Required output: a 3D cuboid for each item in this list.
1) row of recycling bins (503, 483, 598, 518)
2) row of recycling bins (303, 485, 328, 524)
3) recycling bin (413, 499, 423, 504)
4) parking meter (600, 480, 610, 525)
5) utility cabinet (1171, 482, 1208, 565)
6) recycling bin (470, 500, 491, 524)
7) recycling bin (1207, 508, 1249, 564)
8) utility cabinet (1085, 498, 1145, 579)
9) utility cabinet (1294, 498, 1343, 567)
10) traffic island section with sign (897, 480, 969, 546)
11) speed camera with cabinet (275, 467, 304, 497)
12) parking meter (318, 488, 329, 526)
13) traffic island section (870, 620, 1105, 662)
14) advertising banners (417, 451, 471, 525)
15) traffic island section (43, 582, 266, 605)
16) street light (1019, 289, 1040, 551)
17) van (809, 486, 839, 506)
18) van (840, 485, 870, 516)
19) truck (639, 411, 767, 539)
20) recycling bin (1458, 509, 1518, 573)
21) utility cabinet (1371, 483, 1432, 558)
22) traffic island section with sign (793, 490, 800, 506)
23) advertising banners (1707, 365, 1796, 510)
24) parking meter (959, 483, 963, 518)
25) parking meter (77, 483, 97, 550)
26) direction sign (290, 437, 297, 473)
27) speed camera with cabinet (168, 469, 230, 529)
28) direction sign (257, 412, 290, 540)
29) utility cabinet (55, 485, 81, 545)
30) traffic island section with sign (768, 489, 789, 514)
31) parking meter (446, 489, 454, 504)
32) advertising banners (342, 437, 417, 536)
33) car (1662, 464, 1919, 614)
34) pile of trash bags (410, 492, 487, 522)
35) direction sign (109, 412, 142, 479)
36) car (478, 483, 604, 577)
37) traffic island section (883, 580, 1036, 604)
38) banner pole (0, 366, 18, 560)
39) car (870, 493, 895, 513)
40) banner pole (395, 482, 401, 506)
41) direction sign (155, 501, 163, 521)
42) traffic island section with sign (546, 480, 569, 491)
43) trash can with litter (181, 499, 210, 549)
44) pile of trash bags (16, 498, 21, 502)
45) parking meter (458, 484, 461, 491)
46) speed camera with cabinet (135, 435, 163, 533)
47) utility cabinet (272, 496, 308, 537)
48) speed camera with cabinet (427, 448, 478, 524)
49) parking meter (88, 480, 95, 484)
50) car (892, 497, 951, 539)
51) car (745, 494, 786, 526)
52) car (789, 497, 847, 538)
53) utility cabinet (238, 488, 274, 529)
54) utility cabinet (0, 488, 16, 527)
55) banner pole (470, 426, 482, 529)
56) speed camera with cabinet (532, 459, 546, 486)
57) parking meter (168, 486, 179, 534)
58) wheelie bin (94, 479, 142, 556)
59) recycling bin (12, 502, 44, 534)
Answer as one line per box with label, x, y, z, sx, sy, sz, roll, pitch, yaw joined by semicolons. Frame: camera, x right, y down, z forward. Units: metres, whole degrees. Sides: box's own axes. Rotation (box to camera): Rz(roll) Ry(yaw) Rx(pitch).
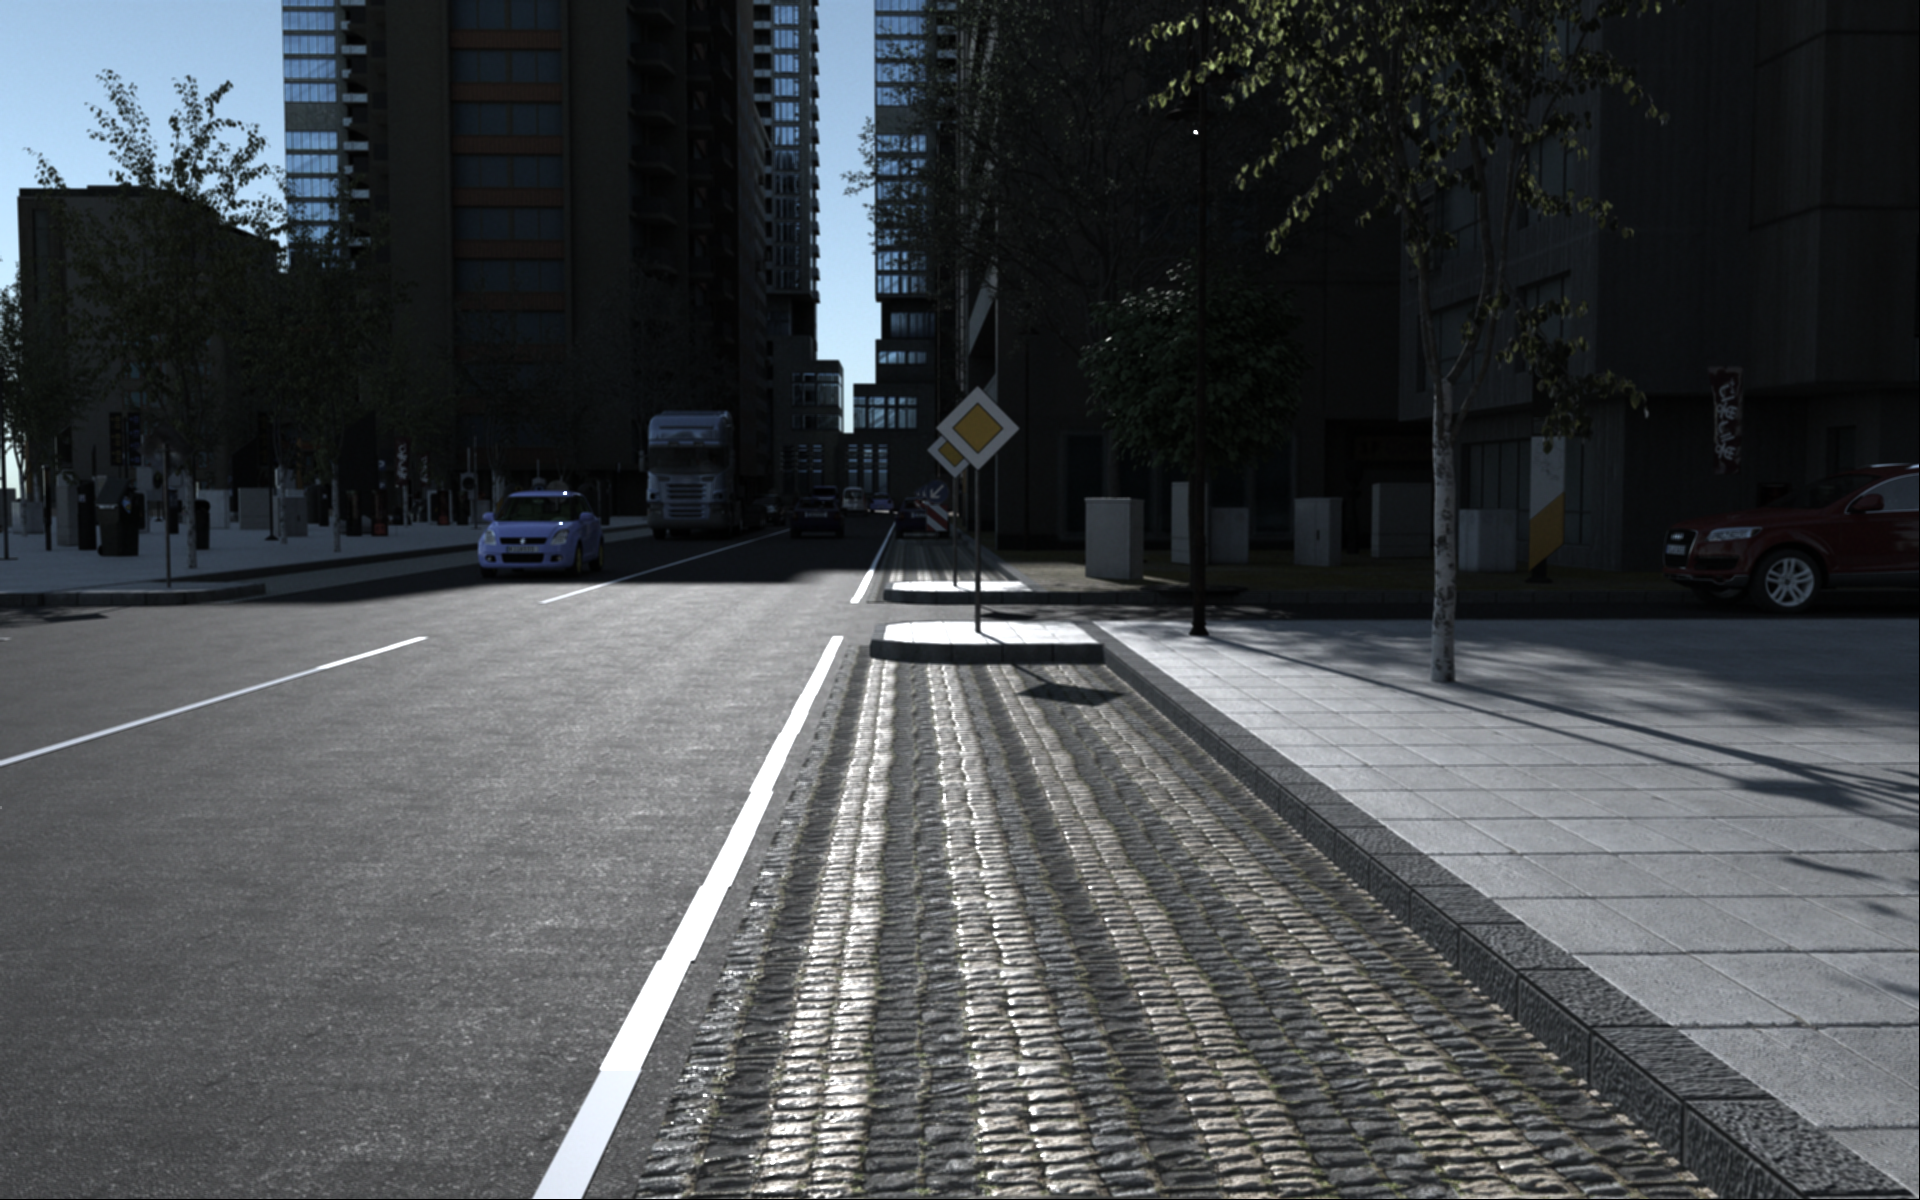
row of recycling bins;-15.501;-3.578;65.613;3.534;1.692;1.069;-1;4;-11
row of recycling bins;-28.539;-4.247;76.548;1.069;1.692;3.534;-2;4;-28
recycling bin;-26.253;-4.322;83.219;0.722;1.027;0.722;0;4;-4
parking meter;-14.533;-3.986;70.887;0.255;1.863;0.399;1;4;12
utility cabinet;4.179;-1.394;31.477;0.318;1.500;1.173;-1;4;-11
recycling bin;-20.678;-3.801;74.695;0.722;1.027;0.722;0;4;-4
recycling bin;4.923;-1.184;31.919;0.722;1.027;0.722;0;4;2
utility cabinet;2.362;-0.936;26.463;0.306;1.237;1.020;-3;4;-38
utility cabinet;6.421;-1.221;31.121;0.306;1.237;1.020;-2;4;-27
traffic island section with sign;-0.767;-2.450;48.684;1.989;1.847;2.006;0;4;-2
speed camera with cabinet;-23.758;-4.103;61.423;0.660;3.252;2.038;-2;4;-32
parking meter;-25.341;-3.703;68.962;0.372;1.533;0.369;0;3;0
traffic island section;0.186;0.377;16.114;2.009;0.180;2.903;0;4;-2
advertising banners;-21.173;-4.577;71.016;2.074;3.025;0.090;-1;4;-15
traffic island section;-10.885;-0.092;23.784;2.009;0.180;2.903;0;4;-2
street light;1.502;-4.046;38.932;0.468;5.910;1.993;0;4;-2
van;-10.020;-7.585;128.391;2.240;2.365;5.245;0;4;-2
van;-6.837;-6.443;112.359;2.013;2.044;4.112;0;4;-1
truck;-8.761;-4.404;61.770;2.967;4.110;18.799;0;4;-2
recycling bin;8.690;-0.977;28.524;0.722;1.027;0.722;-1;4;-8
utility cabinet;8.822;-1.588;34.647;1.173;1.500;0.318;-1;4;-17
traffic island section with sign;-14.351;-8.810;152.663;1.989;1.847;2.006;0;4;-2
advertising banners;11.174;-1.683;23.702;2.074;3.025;0.090;0;4;-5
parking meter;0.133;-5.393;93.887;0.255;1.863;0.399;-3;4;-37
parking meter;-20.048;-1.917;39.758;0.372;1.533;0.369;0;3;0
direction sign;-26.861;-4.719;69.146;0.876;3.537;0.379;-2;4;-35
speed camera with cabinet;-28.209;-4.270;64.149;2.038;3.252;0.660;-1;4;-9
direction sign;-19.156;-3.431;48.099;0.379;3.537;0.876;1;4;19
utility cabinet;-22.129;-2.104;43.074;0.318;1.500;1.173;-1;4;-9
traffic island section with sign;-13.556;-7.162;125.719;1.989;1.847;2.006;0;4;-2
parking meter;-25.937;-4.872;88.061;0.372;1.533;0.369;0;3;0
advertising banners;-17.729;-3.459;52.740;2.074;3.025;0.090;0;4;-7
car;11.519;-0.790;21.585;5.304;1.827;2.281;0;4;0
pile of trash bags;-23.777;-4.330;80.543;3.447;1.369;1.912;-2;4;-25
direction sign;-23.077;-3.422;47.953;0.876;3.537;0.379;0;4;5
car;-7.445;-1.305;30.932;1.945;1.707;3.694;0;4;-3
traffic island section;-0.048;-0.111;24.096;2.009;0.180;2.903;0;4;-2
banner pole;-18.941;-2.683;33.890;0.863;3.779;0.401;0;4;4
car;-5.895;-7.400;130.576;1.945;1.707;3.694;0;3;0
banner pole;-25.147;-5.349;77.474;0.401;3.779;0.863;-2;4;-32
direction sign;-37.748;-5.473;81.485;0.379;3.537;0.876;-1;4;-14
traffic island section with sign;-11.283;-2.432;48.386;1.989;1.847;2.006;0;4;-2
trash can with litter;-17.775;-1.767;40.283;0.624;1.170;1.055;-2;4;-26
pile of trash bags;-53.167;-5.260;95.749;3.447;1.369;1.912;-3;4;-36
parking meter;-26.541;-5.300;92.374;0.399;1.863;0.255;-1;4;-8
speed camera with cabinet;-27.065;-3.840;57.113;0.660;3.252;2.038;0;4;2
utility cabinet;-20.180;-2.510;52.198;0.306;1.237;1.020;2;4;32
speed camera with cabinet;-21.540;-4.843;73.512;2.038;3.252;0.660;-1;4;-12
parking meter;-36.553;-4.110;72.908;0.255;1.863;0.399;-2;4;-27
car;-1.239;-2.658;56.044;1.945;1.354;3.894;0;4;-3
car;-8.848;-4.168;77.934;2.009;1.686;4.222;0;4;0
car;-4.715;-2.745;57.462;1.945;1.354;3.894;0;4;-3
utility cabinet;-25.319;-3.283;62.352;1.173;1.500;0.318;-2;4;-31
utility cabinet;-37.301;-3.579;67.203;0.318;1.500;1.173;3;4;37
banner pole;-17.699;-4.481;63.276;0.401;3.779;0.863;-1;4;-20
speed camera with cabinet;-23.221;-6.367;98.441;2.038;3.252;0.660;0;4;1
parking meter;-25.473;-2.909;55.969;0.372;1.533;0.369;0;3;0
wheelie bin;-17.460;-1.714;35.933;0.980;1.594;0.693;1;4;20
recycling bin;-30.180;-2.662;56.076;0.722;1.027;0.722;3;5;39
